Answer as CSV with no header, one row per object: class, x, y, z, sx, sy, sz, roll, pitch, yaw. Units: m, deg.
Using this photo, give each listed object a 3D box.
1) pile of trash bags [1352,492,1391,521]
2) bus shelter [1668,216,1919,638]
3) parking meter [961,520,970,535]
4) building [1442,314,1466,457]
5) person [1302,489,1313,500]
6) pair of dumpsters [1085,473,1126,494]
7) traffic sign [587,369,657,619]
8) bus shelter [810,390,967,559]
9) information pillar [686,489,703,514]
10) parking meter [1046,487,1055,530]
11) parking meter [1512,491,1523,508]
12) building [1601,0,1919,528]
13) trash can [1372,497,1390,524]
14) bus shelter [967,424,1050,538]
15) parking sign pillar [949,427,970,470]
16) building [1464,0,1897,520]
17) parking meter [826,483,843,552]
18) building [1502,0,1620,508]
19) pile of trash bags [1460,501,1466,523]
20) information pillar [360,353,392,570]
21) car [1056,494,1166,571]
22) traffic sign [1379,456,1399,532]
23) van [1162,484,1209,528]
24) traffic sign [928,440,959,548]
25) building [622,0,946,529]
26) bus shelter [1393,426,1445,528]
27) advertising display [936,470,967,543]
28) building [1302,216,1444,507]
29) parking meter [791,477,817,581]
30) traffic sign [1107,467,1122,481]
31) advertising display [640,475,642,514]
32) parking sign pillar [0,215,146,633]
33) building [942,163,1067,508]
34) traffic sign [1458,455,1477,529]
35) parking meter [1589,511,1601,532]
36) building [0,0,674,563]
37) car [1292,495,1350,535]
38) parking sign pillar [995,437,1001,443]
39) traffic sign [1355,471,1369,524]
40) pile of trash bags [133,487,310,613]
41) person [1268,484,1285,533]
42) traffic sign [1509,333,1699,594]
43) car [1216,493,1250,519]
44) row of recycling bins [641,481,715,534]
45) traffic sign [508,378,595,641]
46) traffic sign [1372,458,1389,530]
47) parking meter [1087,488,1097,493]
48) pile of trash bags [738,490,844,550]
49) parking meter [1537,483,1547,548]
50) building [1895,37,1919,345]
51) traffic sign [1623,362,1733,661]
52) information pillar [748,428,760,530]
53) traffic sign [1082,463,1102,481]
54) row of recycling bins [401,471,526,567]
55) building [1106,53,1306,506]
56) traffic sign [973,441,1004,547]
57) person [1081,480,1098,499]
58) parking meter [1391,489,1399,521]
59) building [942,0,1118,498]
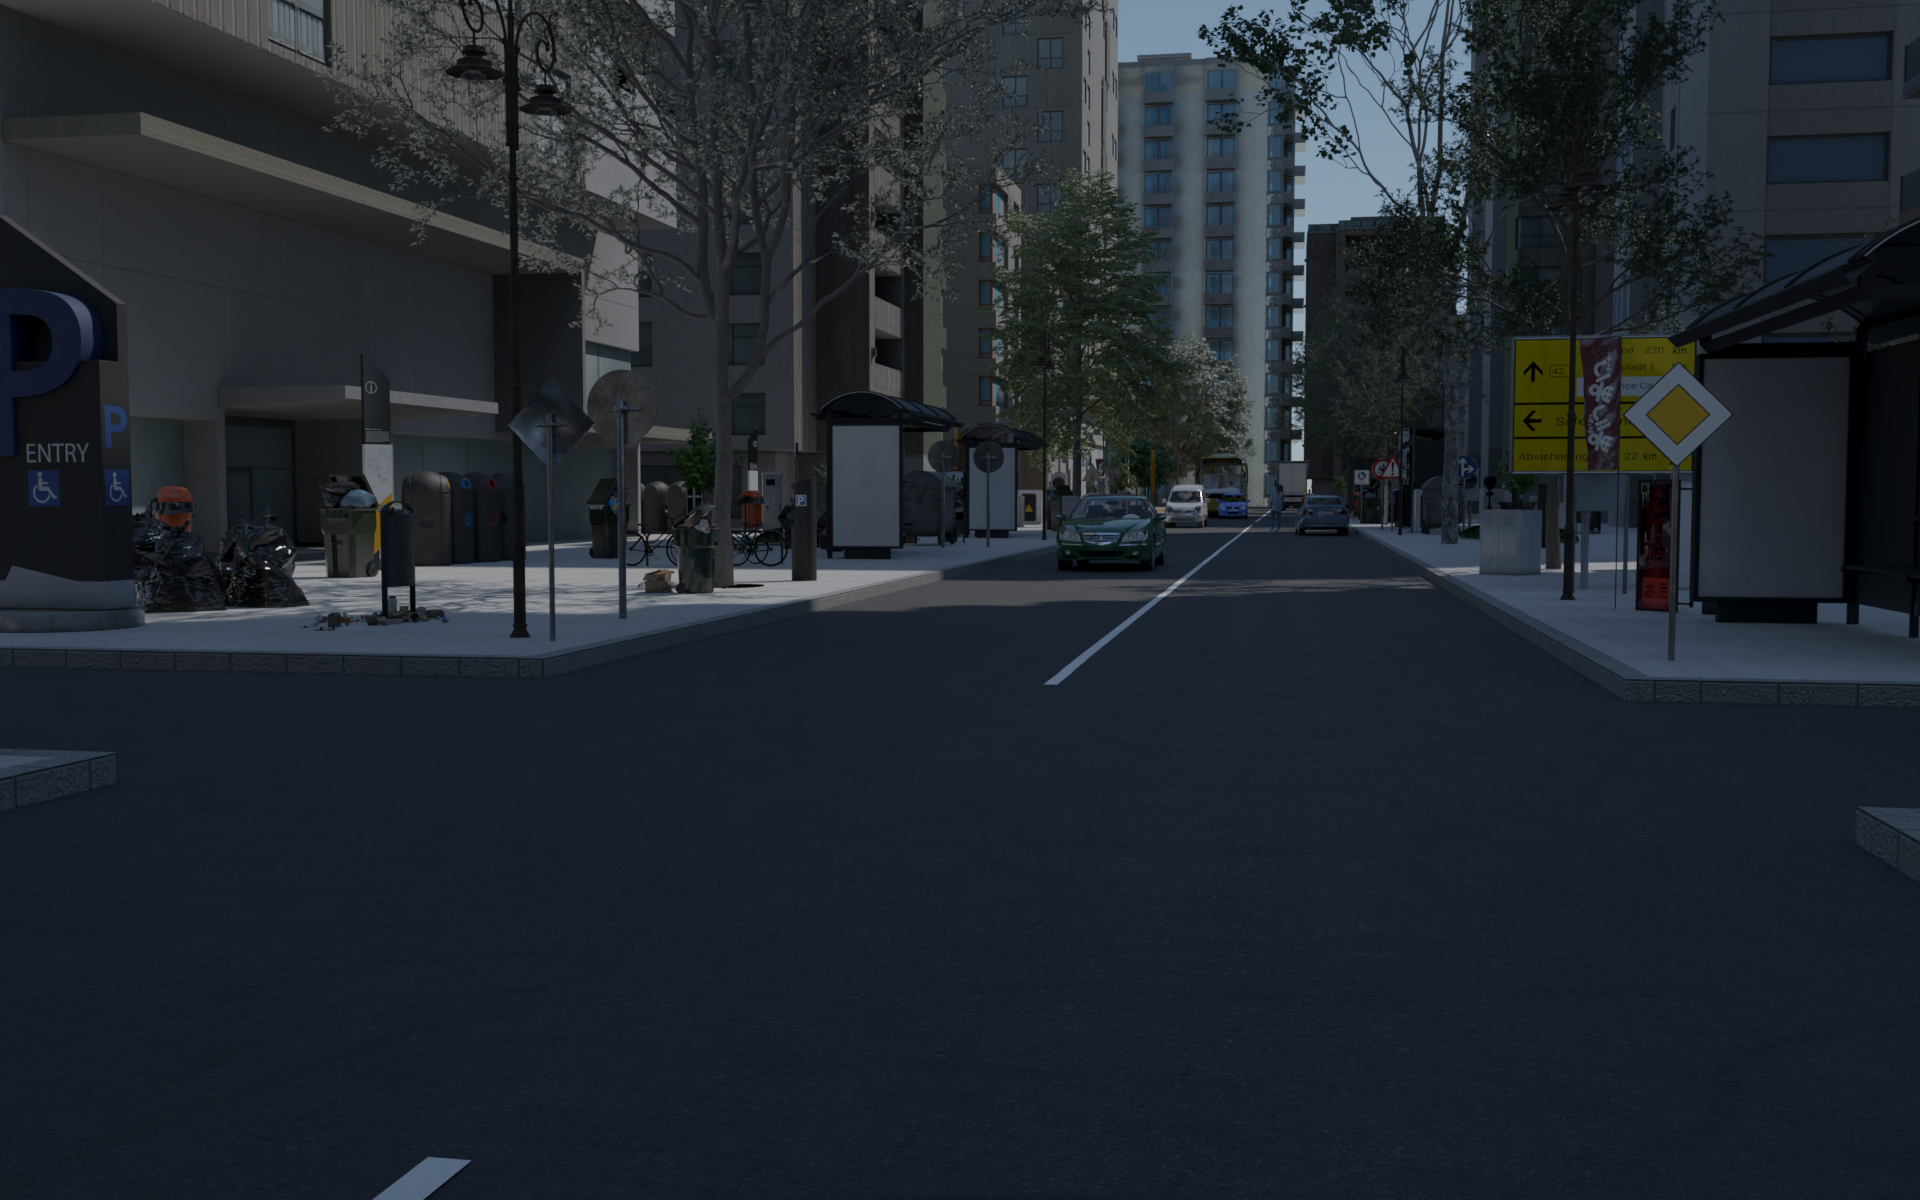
pile of trash bags,19.949,-4.486,83.098,1.912,1.369,3.447,-2,4,-23
bus shelter,7.626,-1.269,14.676,2.014,3.302,5.546,1,4,11
parking meter,0.133,-2.845,54.924,0.372,1.533,0.369,0,3,0
building,65.665,-20.785,184.874,28.899,21.520,27.650,1,4,11
person,27.727,-7.882,137.377,1.348,1.824,0.705,2,4,30
pair of dumpsters,6.568,-4.647,78.469,1.574,2.255,4.437,1,4,11
traffic sign,-3.467,-1.078,17.736,0.768,2.556,0.104,1,4,12
bus shelter,-1.413,-2.605,36.513,2.014,3.302,5.546,1,4,11
information pillar,-6.808,-2.442,44.422,0.304,2.012,0.304,3,5,39
parking meter,3.243,-3.236,61.325,0.372,1.533,0.369,0,3,0
parking meter,19.133,-3.124,59.485,0.372,1.533,0.369,0,3,0
building,35.934,-31.931,64.078,21.231,58.520,28.212,1,4,11
trash can,17.913,-3.796,73.710,0.748,1.137,0.748,0,3,0
bus shelter,1.357,-3.599,52.774,2.014,3.302,5.546,1,4,11
parking sign pillar,-0.210,-4.981,69.908,1.447,3.967,1.447,1,4,13
building,43.779,-34.820,111.304,21.231,58.520,28.212,1,4,11
parking meter,-2.794,-1.846,38.595,0.372,1.533,0.369,0,3,0
building,35.955,-19.563,91.556,14.160,30.474,14.107,1,4,11
pile of trash bags,21.768,-4.155,77.692,1.912,1.369,3.447,0,4,-3
information pillar,-9.790,-2.305,29.040,0.183,3.616,0.504,3,5,45
car,3.027,-1.361,34.056,2.131,1.459,4.920,1,4,11
traffic sign,14.561,-3.566,58.316,0.884,2.594,0.081,1,4,20
van,9.753,-4.130,74.535,2.013,2.044,4.112,1,4,12
traffic sign,-0.401,-2.506,41.080,0.768,2.556,0.104,1,4,12
building,-8.778,-18.202,69.312,14.160,30.474,14.107,1,4,11
bus shelter,16.655,-4.350,62.404,1.731,3.624,6.357,1,4,11
advertising display,-0.239,-2.499,46.080,0.974,1.923,0.123,3,4,37
building,43.462,-25.154,182.974,14.107,30.474,14.160,1,4,11
parking meter,-2.309,-1.053,25.632,0.372,1.533,0.369,0,3,0
traffic sign,7.189,-4.948,81.009,0.768,2.556,0.104,1,4,17
advertising display,-10.565,-3.030,54.755,0.974,1.923,0.123,-1,4,-9
parking sign pillar,-8.643,-1.718,16.565,1.447,3.967,1.447,1,4,12
building,-8.985,-16.047,107.416,27.650,21.520,28.899,1,4,11
traffic sign,16.664,-3.494,57.234,0.768,2.556,0.104,1,4,18
parking meter,21.053,-2.996,57.390,0.372,1.533,0.369,0,3,0
building,-23.034,-27.507,38.984,28.713,52.752,27.495,1,4,11
car,12.817,-3.020,61.386,2.014,1.417,4.499,1,4,9
parking sign pillar,1.050,-5.090,71.686,1.447,3.967,1.447,-2,4,-30
traffic sign,17.169,-4.398,74.043,0.606,2.300,0.079,1,4,15
pile of trash bags,-8.999,-0.650,20.387,1.912,1.369,3.447,-2,4,-35
person,11.700,-3.382,64.054,0.793,1.790,0.793,-3,5,-41
traffic sign,8.231,-1.734,22.227,2.265,3.308,0.079,1,4,12
car,15.856,-5.558,100.457,1.945,1.707,3.694,1,4,9
row of recycling bins,-9.368,-2.994,56.072,3.534,1.692,1.069,1,4,22
traffic sign,-3.547,-0.697,15.031,0.795,2.450,0.064,1,4,11
traffic sign,15.088,-3.775,61.827,0.768,2.556,0.104,1,4,12
parking meter,5.071,-3.550,66.445,0.372,1.533,0.369,0,3,0
pile of trash bags,-3.799,-1.924,41.213,3.447,1.369,1.912,2,4,27
parking meter,13.842,-1.991,40.966,0.372,1.533,0.369,0,3,0
building,23.877,-22.903,24.571,14.200,45.320,14.600,1,4,11
traffic sign,5.481,-0.590,13.290,0.795,2.450,0.064,1,4,11
information pillar,-7.353,-4.293,61.551,0.183,3.616,0.504,2,4,31
traffic sign,5.547,-4.450,72.760,0.884,2.594,0.081,1,4,19
row of recycling bins,-9.247,-1.539,32.278,1.069,1.692,3.534,1,4,15
building,22.491,-34.970,191.359,30.456,49.044,23.786,1,4,11
traffic sign,0.678,-2.538,41.603,0.768,2.556,0.104,1,4,16
person,3.046,-1.778,38.240,0.731,1.740,0.598,-1,4,-16
parking meter,20.093,-4.374,79.919,0.372,1.533,0.369,0,3,0
building,-1.054,-34.021,145.486,27.495,52.752,28.713,1,4,11
